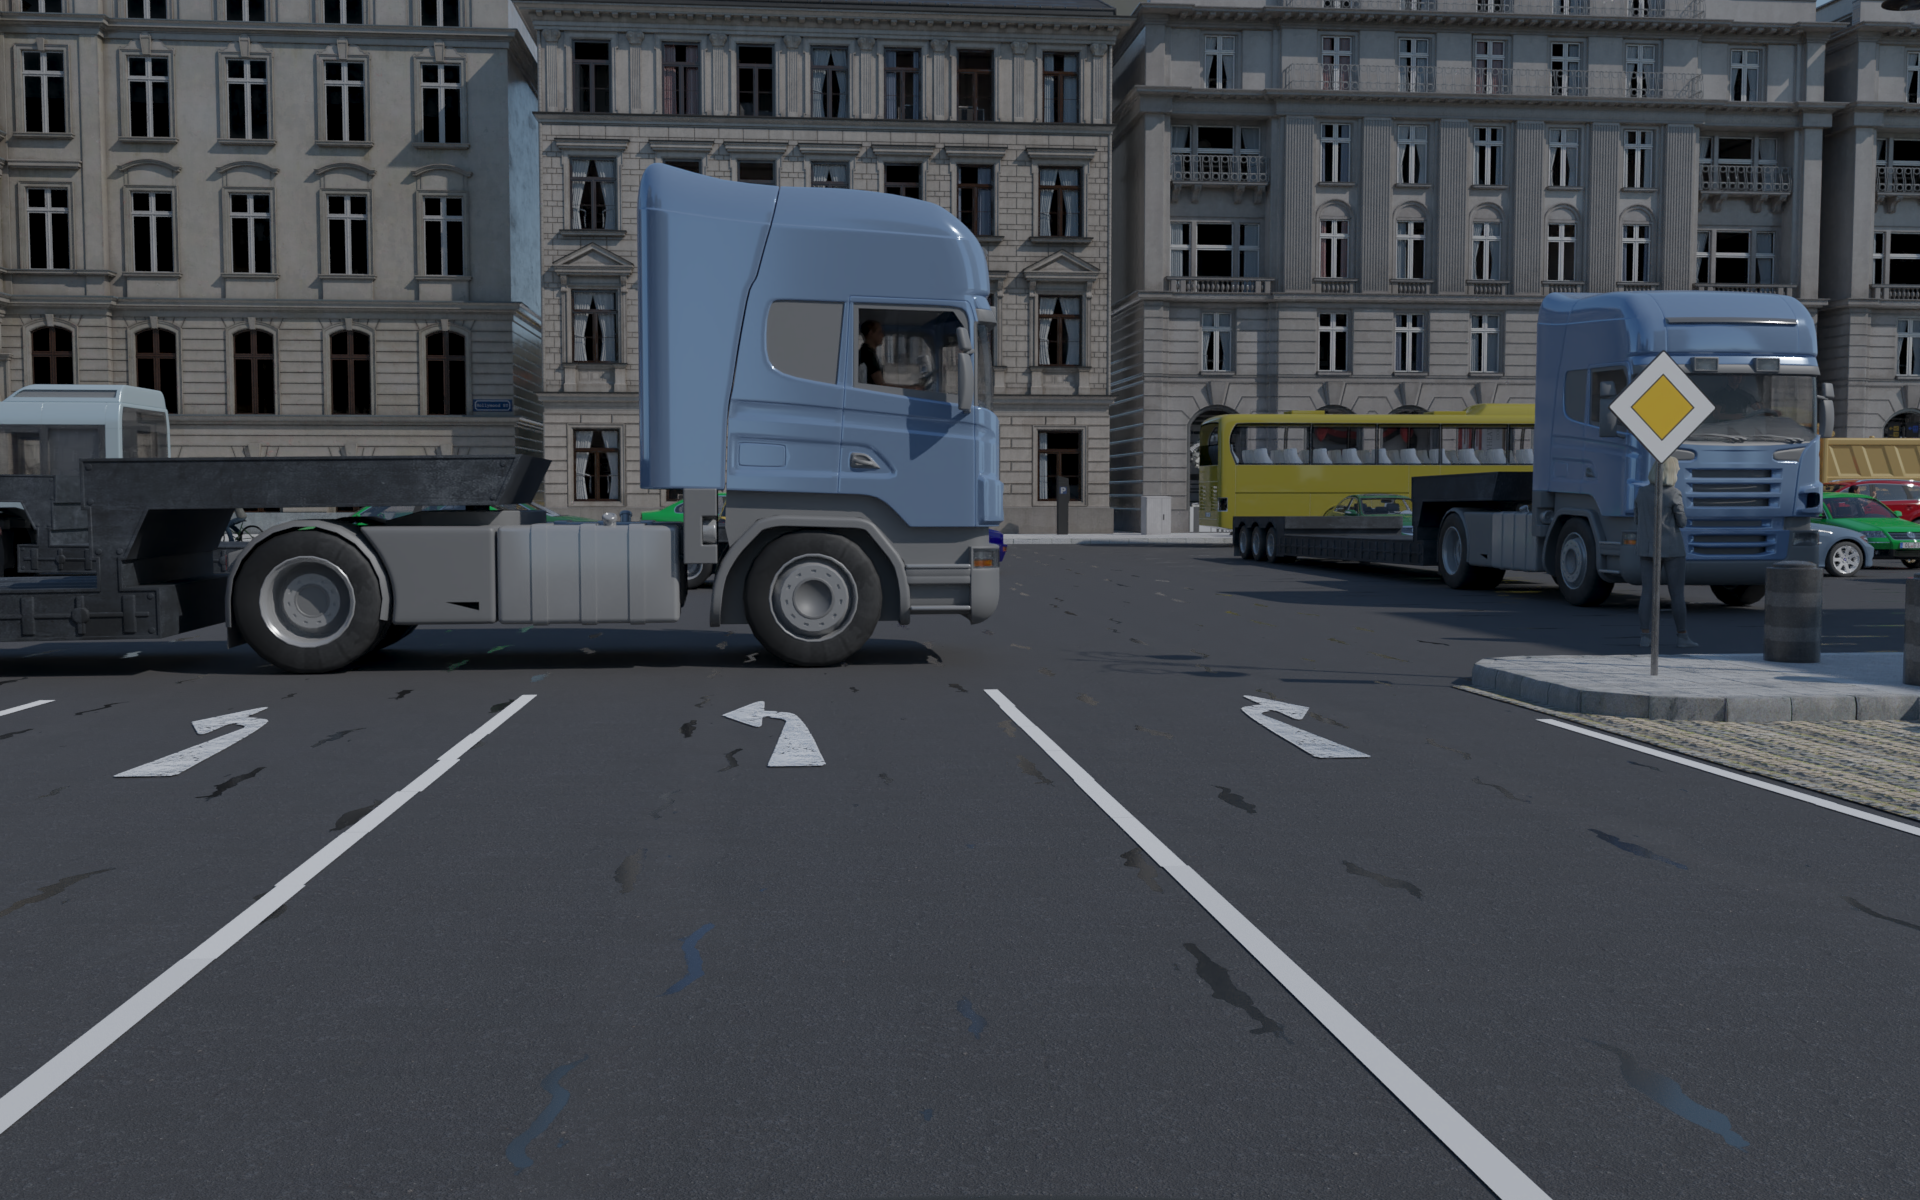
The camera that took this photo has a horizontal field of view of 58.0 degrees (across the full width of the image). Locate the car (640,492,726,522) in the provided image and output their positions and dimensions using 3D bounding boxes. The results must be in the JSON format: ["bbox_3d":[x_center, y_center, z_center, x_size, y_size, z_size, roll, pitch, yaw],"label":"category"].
[{"bbox_3d":[-5.099,-1.905,39.944,4.718,1.807,1.959,0,4,-6],"label":"car"}]

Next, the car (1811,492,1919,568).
[{"bbox_3d":[17.557,-1.587,34.748,1.959,1.807,4.718,0,4,-8],"label":"car"}]

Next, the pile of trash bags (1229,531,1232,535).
[{"bbox_3d":[9.231,-2.626,52.692,1.912,1.369,3.447,0,4,6],"label":"pile of trash bags"}]

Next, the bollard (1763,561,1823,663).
[{"bbox_3d":[6.398,0.087,13.300,0.404,0.777,0.398,0,3,0],"label":"bollard"}]

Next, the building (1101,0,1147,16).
[{"bbox_3d":[10.164,-30.845,128.020,21.300,48.544,21.600,0,4,-6],"label":"building"}]

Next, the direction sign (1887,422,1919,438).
[{"bbox_3d":[29.717,-3.832,54.650,0.876,3.537,0.379,1,4,18],"label":"direction sign"}]

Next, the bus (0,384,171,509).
[{"bbox_3d":[-20.713,-2.110,29.356,13.247,3.499,2.948,0,4,-7],"label":"bus"}]

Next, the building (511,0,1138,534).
[{"bbox_3d":[-4.547,-11.891,59.047,19.286,19.102,10.561,0,4,-6],"label":"building"}]

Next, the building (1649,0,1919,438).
[{"bbox_3d":[40.803,-13.650,64.971,24.055,21.916,13.314,0,4,-6],"label":"building"}]

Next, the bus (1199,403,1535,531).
[{"bbox_3d":[12.838,-3.423,47.518,12.252,3.916,2.896,0,4,-5],"label":"bus"}]

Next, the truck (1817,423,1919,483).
[{"bbox_3d":[24.821,-3.245,48.982,9.791,3.379,3.469,0,4,-5],"label":"truck"}]

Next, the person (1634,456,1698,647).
[{"bbox_3d":[6.628,-0.468,16.340,0.526,1.800,0.537,-2,4,-27],"label":"person"}]

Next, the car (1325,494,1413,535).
[{"bbox_3d":[9.971,-1.788,41.039,2.131,1.459,4.920,0,4,-4],"label":"car"}]

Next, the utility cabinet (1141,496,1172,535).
[{"bbox_3d":[6.202,-2.665,54.727,1.020,1.237,0.306,-2,4,-34],"label":"utility cabinet"}]

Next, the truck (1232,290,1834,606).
[{"bbox_3d":[8.237,-2.405,29.087,2.967,4.110,18.799,0,4,-6],"label":"truck"}]

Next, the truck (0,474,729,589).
[{"bbox_3d":[-11.681,-2.228,26.187,18.799,4.110,2.967,0,4,-5],"label":"truck"}]

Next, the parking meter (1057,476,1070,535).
[{"bbox_3d":[3.253,-2.991,54.615,0.399,1.863,0.255,0,4,-2],"label":"parking meter"}]

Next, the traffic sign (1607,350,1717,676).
[{"bbox_3d":[4.908,-0.523,12.189,0.795,2.450,0.064,0,4,-6],"label":"traffic sign"}]

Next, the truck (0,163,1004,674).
[{"bbox_3d":[-8.365,-1.503,14.338,18.799,4.110,2.967,0,4,-8],"label":"truck"}]

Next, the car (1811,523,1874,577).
[{"bbox_3d":[13.676,-1.129,30.469,4.499,1.417,2.014,0,4,-5],"label":"car"}]

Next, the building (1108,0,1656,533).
[{"bbox_3d":[16.839,-13.520,62.850,24.055,21.916,13.314,0,4,-6],"label":"building"}]

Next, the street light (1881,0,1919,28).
[{"bbox_3d":[6.944,-2.388,11.834,0.468,5.910,1.993,0,4,-6],"label":"street light"}]

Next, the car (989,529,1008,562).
[{"bbox_3d":[-1.135,-1.154,31.450,3.894,1.354,1.945,0,4,-8],"label":"car"}]

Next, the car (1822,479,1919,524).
[{"bbox_3d":[22.934,-2.218,44.933,5.304,1.827,2.281,0,4,-6],"label":"car"}]

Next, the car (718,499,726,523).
[{"bbox_3d":[-4.087,-1.495,34.665,2.015,1.641,3.980,0,4,-7],"label":"car"}]

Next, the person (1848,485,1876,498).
[{"bbox_3d":[21.275,-1.890,40.865,0.517,1.644,0.566,-2,4,-34],"label":"person"}]

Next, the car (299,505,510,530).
[{"bbox_3d":[-9.370,-1.268,29.526,4.718,1.807,1.959,0,4,-7],"label":"car"}]

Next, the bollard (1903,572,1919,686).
[{"bbox_3d":[6.570,0.189,11.632,0.404,0.777,0.398,0,3,0],"label":"bollard"}]

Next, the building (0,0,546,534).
[{"bbox_3d":[-31.666,-14.652,58.640,34.723,24.649,14.460,0,4,-6],"label":"building"}]

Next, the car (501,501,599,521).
[{"bbox_3d":[-9.697,-1.544,37.039,4.920,1.459,2.131,0,4,-4],"label":"car"}]

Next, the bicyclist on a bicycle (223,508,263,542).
[{"bbox_3d":[-18.776,-2.119,44.664,1.625,1.676,1.499,0,4,-6],"label":"bicyclist on a bicycle"}]

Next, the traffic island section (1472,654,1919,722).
[{"bbox_3d":[4.931,0.612,12.268,2.009,0.180,2.903,0,4,-6],"label":"traffic island section"}]
